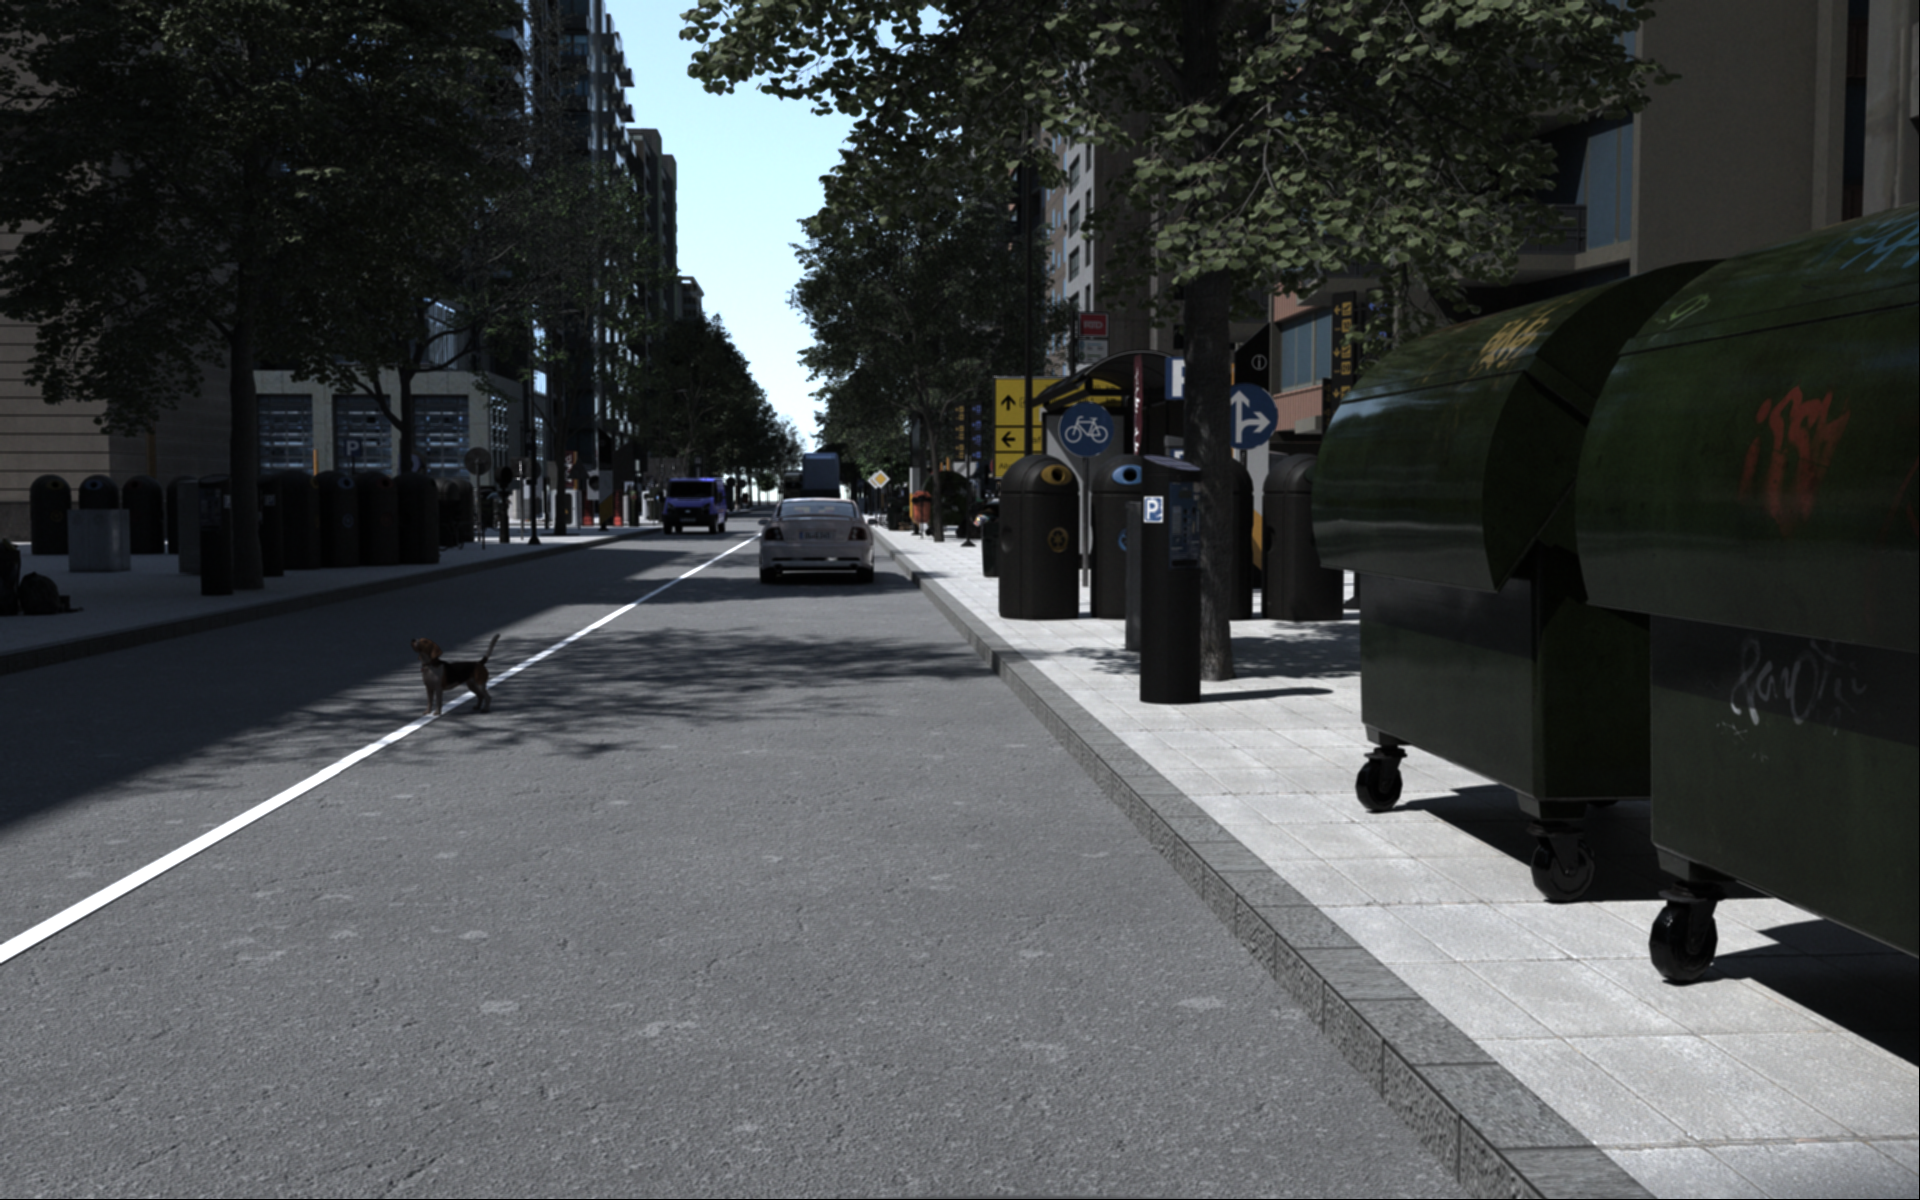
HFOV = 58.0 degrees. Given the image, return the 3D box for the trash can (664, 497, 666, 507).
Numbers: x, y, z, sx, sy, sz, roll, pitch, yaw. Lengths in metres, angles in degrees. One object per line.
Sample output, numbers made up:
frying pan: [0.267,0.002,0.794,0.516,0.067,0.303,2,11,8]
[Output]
trash can: [-14.871,-4.720,88.823,0.748,1.137,0.748,0,3,0]

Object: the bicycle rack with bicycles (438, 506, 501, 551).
bicycle rack with bicycles: [-12.271,-1.627,39.986,2.852,0.926,2.925,-3,4,-38]

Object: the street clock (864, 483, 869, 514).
street clock: [-5.906,-6.382,108.910,0.358,2.002,0.471,0,4,-1]

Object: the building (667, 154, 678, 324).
building: [-40.559,-31.714,202.120,14.154,41.232,14.086,0,4,-4]

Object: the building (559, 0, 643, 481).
building: [-42.913,-33.363,165.085,23.786,49.044,30.456,0,4,-4]

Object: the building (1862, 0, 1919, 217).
building: [23.220,-23.740,11.853,21.300,48.544,21.600,0,4,-4]

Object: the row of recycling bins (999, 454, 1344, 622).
row of recycling bins: [2.156,-0.660,17.902,3.534,1.692,1.069,0,4,4]

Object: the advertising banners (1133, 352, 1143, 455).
advertising banners: [2.155,-1.605,22.428,0.090,3.025,2.074,0,4,-4]

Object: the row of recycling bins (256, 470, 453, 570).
row of recycling bins: [-10.768,-1.445,30.745,1.069,1.692,3.534,2,4,29]

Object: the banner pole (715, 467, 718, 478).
banner pole: [-16.074,-7.647,115.045,0.401,3.779,0.863,-3,4,-36]

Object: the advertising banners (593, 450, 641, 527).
advertising banners: [-13.450,-4.401,68.141,2.074,3.025,0.090,2,4,23]

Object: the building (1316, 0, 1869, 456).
building: [18.324,-23.868,44.872,22.147,44.769,28.867,0,4,-4]

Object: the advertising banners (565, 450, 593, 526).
advertising banners: [-14.783,-4.443,68.831,2.074,3.025,0.090,-1,4,-11]

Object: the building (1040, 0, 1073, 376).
building: [12.794,-28.108,109.670,14.600,45.320,14.200,0,4,-4]

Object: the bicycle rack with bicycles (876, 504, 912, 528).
bicycle rack with bicycles: [-1.948,-3.252,66.548,2.925,0.926,2.852,-1,4,-16]

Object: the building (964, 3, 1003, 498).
building: [10.860,-39.009,179.793,21.231,58.520,28.212,0,4,-4]

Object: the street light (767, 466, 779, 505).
street light: [-21.920,-14.108,203.204,1.470,5.913,1.316,0,4,-4]

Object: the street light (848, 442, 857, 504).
street light: [-5.835,-7.963,102.735,1.470,5.913,1.316,0,4,-4]

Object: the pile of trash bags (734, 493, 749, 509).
pile of trash bags: [-19.373,-8.547,149.488,3.447,1.369,1.912,3,5,44]

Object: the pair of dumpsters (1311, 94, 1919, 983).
pair of dumpsters: [2.372,-0.152,4.973,1.574,2.255,4.437,0,4,-4]

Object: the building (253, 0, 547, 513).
building: [-37.061,-48.358,103.333,22.319,86.520,31.000,0,4,-4]

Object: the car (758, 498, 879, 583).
car: [-2.408,-1.041,29.386,2.083,1.381,4.827,0,4,-4]

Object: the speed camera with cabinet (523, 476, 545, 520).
speed camera with cabinet: [-19.656,-5.360,81.978,0.660,3.252,2.038,3,5,43]

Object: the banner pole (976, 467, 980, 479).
banner pole: [1.356,-9.189,140.250,0.401,3.779,0.863,-3,4,-36]

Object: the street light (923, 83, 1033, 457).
street light: [0.241,-2.880,19.634,1.470,5.913,1.316,0,4,-4]

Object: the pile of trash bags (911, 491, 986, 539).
pile of trash bags: [0.321,-2.439,49.637,3.447,1.369,1.912,0,4,0]

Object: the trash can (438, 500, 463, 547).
trash can: [-12.555,-1.885,42.481,0.748,1.137,0.748,0,3,0]

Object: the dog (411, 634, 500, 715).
dog: [-3.286,0.488,11.305,0.406,0.507,0.540,0,4,5]

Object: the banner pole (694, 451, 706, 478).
banner pole: [-14.789,-6.658,98.870,0.863,3.779,0.401,-2,4,-31]

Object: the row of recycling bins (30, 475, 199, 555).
row of recycling bins: [-18.027,-1.837,37.140,3.534,1.692,1.069,-1,4,-11]

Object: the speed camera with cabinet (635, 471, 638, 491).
speed camera with cabinet: [-27.875,-9.290,146.228,2.038,3.252,0.660,2,4,27]

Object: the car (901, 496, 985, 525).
car: [-0.542,-3.766,73.373,4.920,1.459,2.131,0,4,-4]

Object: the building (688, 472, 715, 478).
building: [-51.025,-25.324,259.088,27.650,21.520,28.899,0,4,-4]

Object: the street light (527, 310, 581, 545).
street light: [-10.258,-4.358,43.790,1.470,5.913,1.316,0,4,-4]

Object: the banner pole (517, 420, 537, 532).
banner pole: [-14.613,-4.190,58.525,0.863,3.779,0.401,2,4,26]

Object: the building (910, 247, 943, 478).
building: [2.610,-39.373,298.366,22.147,44.769,28.867,0,4,-4]

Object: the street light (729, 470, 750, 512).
street light: [-16.255,-9.450,127.049,1.470,5.913,1.316,0,4,-4]

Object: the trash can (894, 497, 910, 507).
trash can: [-3.109,-4.650,87.684,0.748,1.137,0.748,0,3,0]

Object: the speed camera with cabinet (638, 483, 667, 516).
speed camera with cabinet: [-17.255,-6.434,99.528,2.038,3.252,0.660,1,4,18]

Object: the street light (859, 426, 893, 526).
street light: [-3.301,-5.942,69.694,1.470,5.913,1.316,0,4,-4]

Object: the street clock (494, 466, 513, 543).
street clock: [-11.941,-2.494,45.348,0.358,2.002,0.471,2,4,26]

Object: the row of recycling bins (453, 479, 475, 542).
row of recycling bins: [-13.793,-2.325,45.128,1.069,1.692,3.534,1,4,16]

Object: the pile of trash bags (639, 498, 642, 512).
pile of trash bags: [-28.588,-8.520,149.048,1.912,1.369,3.447,0,4,3]

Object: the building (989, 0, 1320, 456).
building: [13.686,-29.644,139.309,22.147,44.769,28.867,0,4,-4]

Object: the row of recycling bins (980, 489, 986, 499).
row of recycling bins: [1.122,-7.457,129.030,1.069,1.692,3.534,2,4,30]

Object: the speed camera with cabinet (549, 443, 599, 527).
speed camera with cabinet: [-14.645,-4.428,66.727,2.038,3.252,0.660,0,4,5]

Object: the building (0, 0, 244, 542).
building: [-35.121,-15.477,50.306,25.104,27.353,12.463,0,4,-4]

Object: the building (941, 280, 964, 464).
building: [9.647,-35.516,272.566,32.217,40.220,23.993,0,4,-4]

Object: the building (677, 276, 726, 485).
building: [-55.187,-36.271,284.909,32.217,40.220,23.993,0,4,-4]

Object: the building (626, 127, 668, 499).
building: [-39.870,-30.840,187.833,14.154,41.232,14.086,0,4,-4]

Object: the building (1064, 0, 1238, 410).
building: [13.564,-19.807,95.543,14.107,30.474,14.160,0,4,-4]

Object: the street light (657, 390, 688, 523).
street light: [-12.796,-6.403,77.228,1.470,5.913,1.316,0,4,-4]

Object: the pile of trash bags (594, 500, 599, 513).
pile of trash bags: [-23.343,-6.437,114.997,1.912,1.369,3.447,-1,4,-19]

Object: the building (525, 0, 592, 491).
building: [-40.537,-42.760,137.380,20.563,71.187,20.611,0,4,-4]
